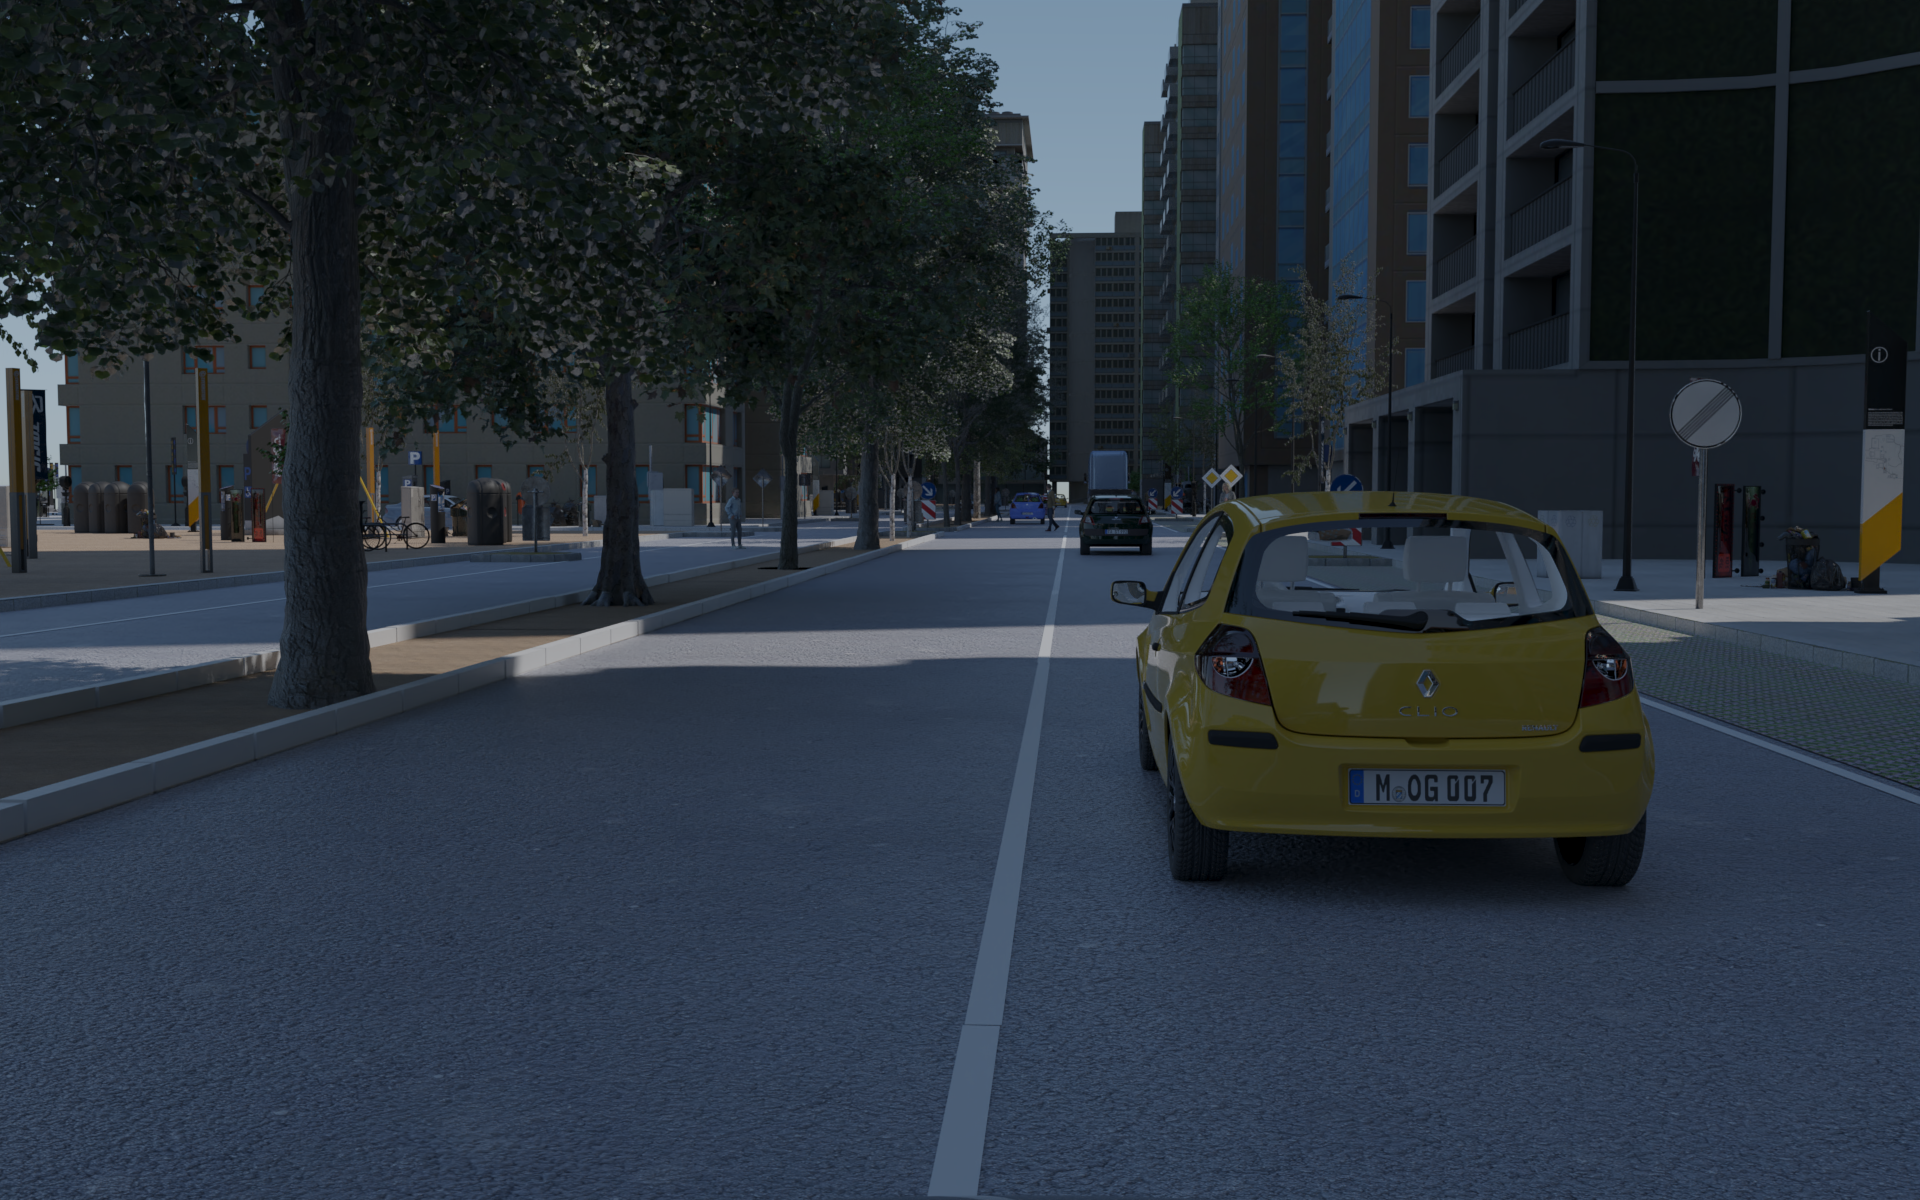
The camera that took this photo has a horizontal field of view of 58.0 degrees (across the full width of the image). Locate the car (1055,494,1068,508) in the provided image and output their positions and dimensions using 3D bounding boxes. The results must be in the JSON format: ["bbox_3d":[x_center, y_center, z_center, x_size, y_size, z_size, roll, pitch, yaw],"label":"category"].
[{"bbox_3d":[10.442,-10.574,183.111,2.015,1.641,3.980,0,4,5],"label":"car"}]

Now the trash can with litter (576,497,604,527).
[{"bbox_3d":[-14.359,-3.419,67.284,1.055,1.170,0.624,1,4,9],"label":"trash can with litter"}]

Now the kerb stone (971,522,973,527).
[{"bbox_3d":[0.346,-3.154,73.761,0.120,0.150,1.000,0,4,4],"label":"kerb stone"}]

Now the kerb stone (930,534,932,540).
[{"bbox_3d":[-1.022,-1.871,52.798,0.120,0.150,1.000,0,4,4],"label":"kerb stone"}]

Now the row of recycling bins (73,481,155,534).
[{"bbox_3d":[-27.809,-3.044,56.879,3.534,1.692,1.069,2,4,29],"label":"row of recycling bins"}]

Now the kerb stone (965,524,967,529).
[{"bbox_3d":[0.076,-2.901,69.676,0.120,0.150,1.000,0,4,4],"label":"kerb stone"}]

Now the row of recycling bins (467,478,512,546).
[{"bbox_3d":[-12.174,-2.300,44.723,1.069,1.692,3.534,-1,4,-10],"label":"row of recycling bins"}]

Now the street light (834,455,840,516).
[{"bbox_3d":[-6.758,-7.938,102.322,1.470,5.913,1.316,0,4,4],"label":"street light"}]

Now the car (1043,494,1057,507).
[{"bbox_3d":[9.723,-11.027,189.329,2.155,1.783,4.494,0,4,4],"label":"car"}]

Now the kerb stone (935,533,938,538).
[{"bbox_3d":[-0.887,-1.993,54.837,0.120,0.150,1.000,0,4,4],"label":"kerb stone"}]

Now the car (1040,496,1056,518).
[{"bbox_3d":[4.677,-5.463,101.892,1.945,1.354,3.894,0,4,5],"label":"car"}]

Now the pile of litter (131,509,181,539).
[{"bbox_3d":[-23.329,-2.210,50.095,1.719,0.858,1.176,2,4,30],"label":"pile of litter"}]

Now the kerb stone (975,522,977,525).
[{"bbox_3d":[0.542,-3.343,76.846,0.120,0.150,1.000,0,4,4],"label":"kerb stone"}]

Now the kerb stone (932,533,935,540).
[{"bbox_3d":[-0.954,-1.931,53.817,0.120,0.150,1.000,0,4,4],"label":"kerb stone"}]

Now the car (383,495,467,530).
[{"bbox_3d":[-18.994,-3.186,64.091,4.499,1.417,2.014,0,4,3],"label":"car"}]

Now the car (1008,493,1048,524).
[{"bbox_3d":[3.252,-4.504,83.224,1.945,1.707,3.694,0,4,3],"label":"car"}]

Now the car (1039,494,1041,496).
[{"bbox_3d":[5.606,-7.473,132.413,2.015,1.641,3.980,0,4,2],"label":"car"}]

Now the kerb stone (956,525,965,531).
[{"bbox_3d":[0.017,-2.838,68.655,0.120,0.150,1.000,0,4,4],"label":"kerb stone"}]

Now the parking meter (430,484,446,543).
[{"bbox_3d":[-13.611,-2.246,45.139,0.372,1.533,0.369,0,3,0],"label":"parking meter"}]

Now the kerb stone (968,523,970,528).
[{"bbox_3d":[0.208,-3.029,71.716,0.120,0.150,1.000,0,4,4],"label":"kerb stone"}]

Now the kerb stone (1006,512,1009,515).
[{"bbox_3d":[2.987,-5.657,114.691,0.120,0.150,1.000,0,4,4],"label":"kerb stone"}]

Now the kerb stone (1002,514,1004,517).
[{"bbox_3d":[2.466,-5.153,106.499,0.120,0.150,1.000,0,4,4],"label":"kerb stone"}]

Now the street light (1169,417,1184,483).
[{"bbox_3d":[13.541,-8.075,104.573,1.470,5.913,1.316,0,4,4],"label":"street light"}]

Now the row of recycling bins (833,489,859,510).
[{"bbox_3d":[-8.997,-8.131,140.048,3.534,1.692,1.069,3,5,41],"label":"row of recycling bins"}]

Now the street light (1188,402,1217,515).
[{"bbox_3d":[12.364,-7.014,87.217,1.470,5.913,1.316,0,4,4],"label":"street light"}]

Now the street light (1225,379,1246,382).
[{"bbox_3d":[11.380,-5.952,69.849,1.470,5.913,1.316,0,4,4],"label":"street light"}]

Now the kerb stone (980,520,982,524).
[{"bbox_3d":[0.809,-3.585,80.936,0.120,0.150,1.000,0,4,4],"label":"kerb stone"}]

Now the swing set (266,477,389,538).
[{"bbox_3d":[-18.329,-3.194,49.845,2.862,2.851,3.119,0,4,2],"label":"swing set"}]

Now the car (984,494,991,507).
[{"bbox_3d":[3.610,-11.120,191.593,2.009,1.686,4.222,0,4,3],"label":"car"}]

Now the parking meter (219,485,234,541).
[{"bbox_3d":[-20.290,-2.419,47.963,0.372,1.533,0.369,0,3,0],"label":"parking meter"}]

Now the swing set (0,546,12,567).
[{"bbox_3d":[-17.458,-1.889,28.510,2.862,2.851,3.119,-1,4,-23],"label":"swing set"}]

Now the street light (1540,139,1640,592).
[{"bbox_3d":[8.293,-3.075,22.812,1.470,5.913,1.316,0,4,4],"label":"street light"}]

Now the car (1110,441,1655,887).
[{"bbox_3d":[1.702,0.149,7.792,2.015,1.641,3.980,0,4,3],"label":"car"}]

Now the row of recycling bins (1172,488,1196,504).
[{"bbox_3d":[15.419,-6.832,118.815,1.069,1.692,3.534,0,4,-8],"label":"row of recycling bins"}]

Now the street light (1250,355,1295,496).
[{"bbox_3d":[10.557,-5.213,57.775,1.470,5.913,1.316,0,4,4],"label":"street light"}]

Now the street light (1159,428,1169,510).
[{"bbox_3d":[14.665,-9.137,121.932,1.470,5.913,1.316,0,4,4],"label":"street light"}]

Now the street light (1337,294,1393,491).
[{"bbox_3d":[9.476,-4.151,40.413,1.470,5.913,1.316,0,4,4],"label":"street light"}]

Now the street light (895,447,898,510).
[{"bbox_3d":[-4.486,-10.072,137.223,1.470,5.913,1.316,0,4,4],"label":"street light"}]

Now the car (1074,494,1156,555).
[{"bbox_3d":[3.772,-1.972,42.036,2.009,1.686,4.222,0,4,4],"label":"car"}]

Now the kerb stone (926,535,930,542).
[{"bbox_3d":[-1.088,-1.809,51.778,0.120,0.150,1.000,0,4,4],"label":"kerb stone"}]

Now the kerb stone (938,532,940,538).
[{"bbox_3d":[-0.828,-2.059,55.858,0.120,0.150,1.000,0,4,4],"label":"kerb stone"}]

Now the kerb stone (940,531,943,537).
[{"bbox_3d":[-0.747,-2.121,56.877,0.120,0.150,1.000,0,4,4],"label":"kerb stone"}]

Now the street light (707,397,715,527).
[{"bbox_3d":[-9.111,-5.773,66.936,1.470,5.913,1.316,0,4,4],"label":"street light"}]

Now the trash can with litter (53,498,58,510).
[{"bbox_3d":[-67.458,-7.199,129.083,1.055,1.170,0.624,-3,4,-37],"label":"trash can with litter"}]

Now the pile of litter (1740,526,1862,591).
[{"bbox_3d":[11.515,-0.584,23.506,1.176,0.858,1.719,-1,4,-22],"label":"pile of litter"}]

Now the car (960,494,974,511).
[{"bbox_3d":[0.674,-8.441,147.793,2.009,1.686,4.222,0,4,2],"label":"car"}]

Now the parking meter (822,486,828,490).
[{"bbox_3d":[-9.257,-6.897,118.478,0.399,1.863,0.255,-3,4,-37],"label":"parking meter"}]

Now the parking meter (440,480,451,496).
[{"bbox_3d":[-21.157,-4.005,71.196,0.255,1.863,0.399,2,4,30],"label":"parking meter"}]

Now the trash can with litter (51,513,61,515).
[{"bbox_3d":[-54.654,-5.789,105.704,2.233,1.210,1.678,0,4,-7],"label":"trash can with litter"}]

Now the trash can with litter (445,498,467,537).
[{"bbox_3d":[-15.362,-2.505,52.346,1.055,1.170,0.624,0,4,-4],"label":"trash can with litter"}]

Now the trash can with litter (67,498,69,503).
[{"bbox_3d":[-48.811,-5.135,95.351,0.624,1.170,1.055,-1,4,-13],"label":"trash can with litter"}]
